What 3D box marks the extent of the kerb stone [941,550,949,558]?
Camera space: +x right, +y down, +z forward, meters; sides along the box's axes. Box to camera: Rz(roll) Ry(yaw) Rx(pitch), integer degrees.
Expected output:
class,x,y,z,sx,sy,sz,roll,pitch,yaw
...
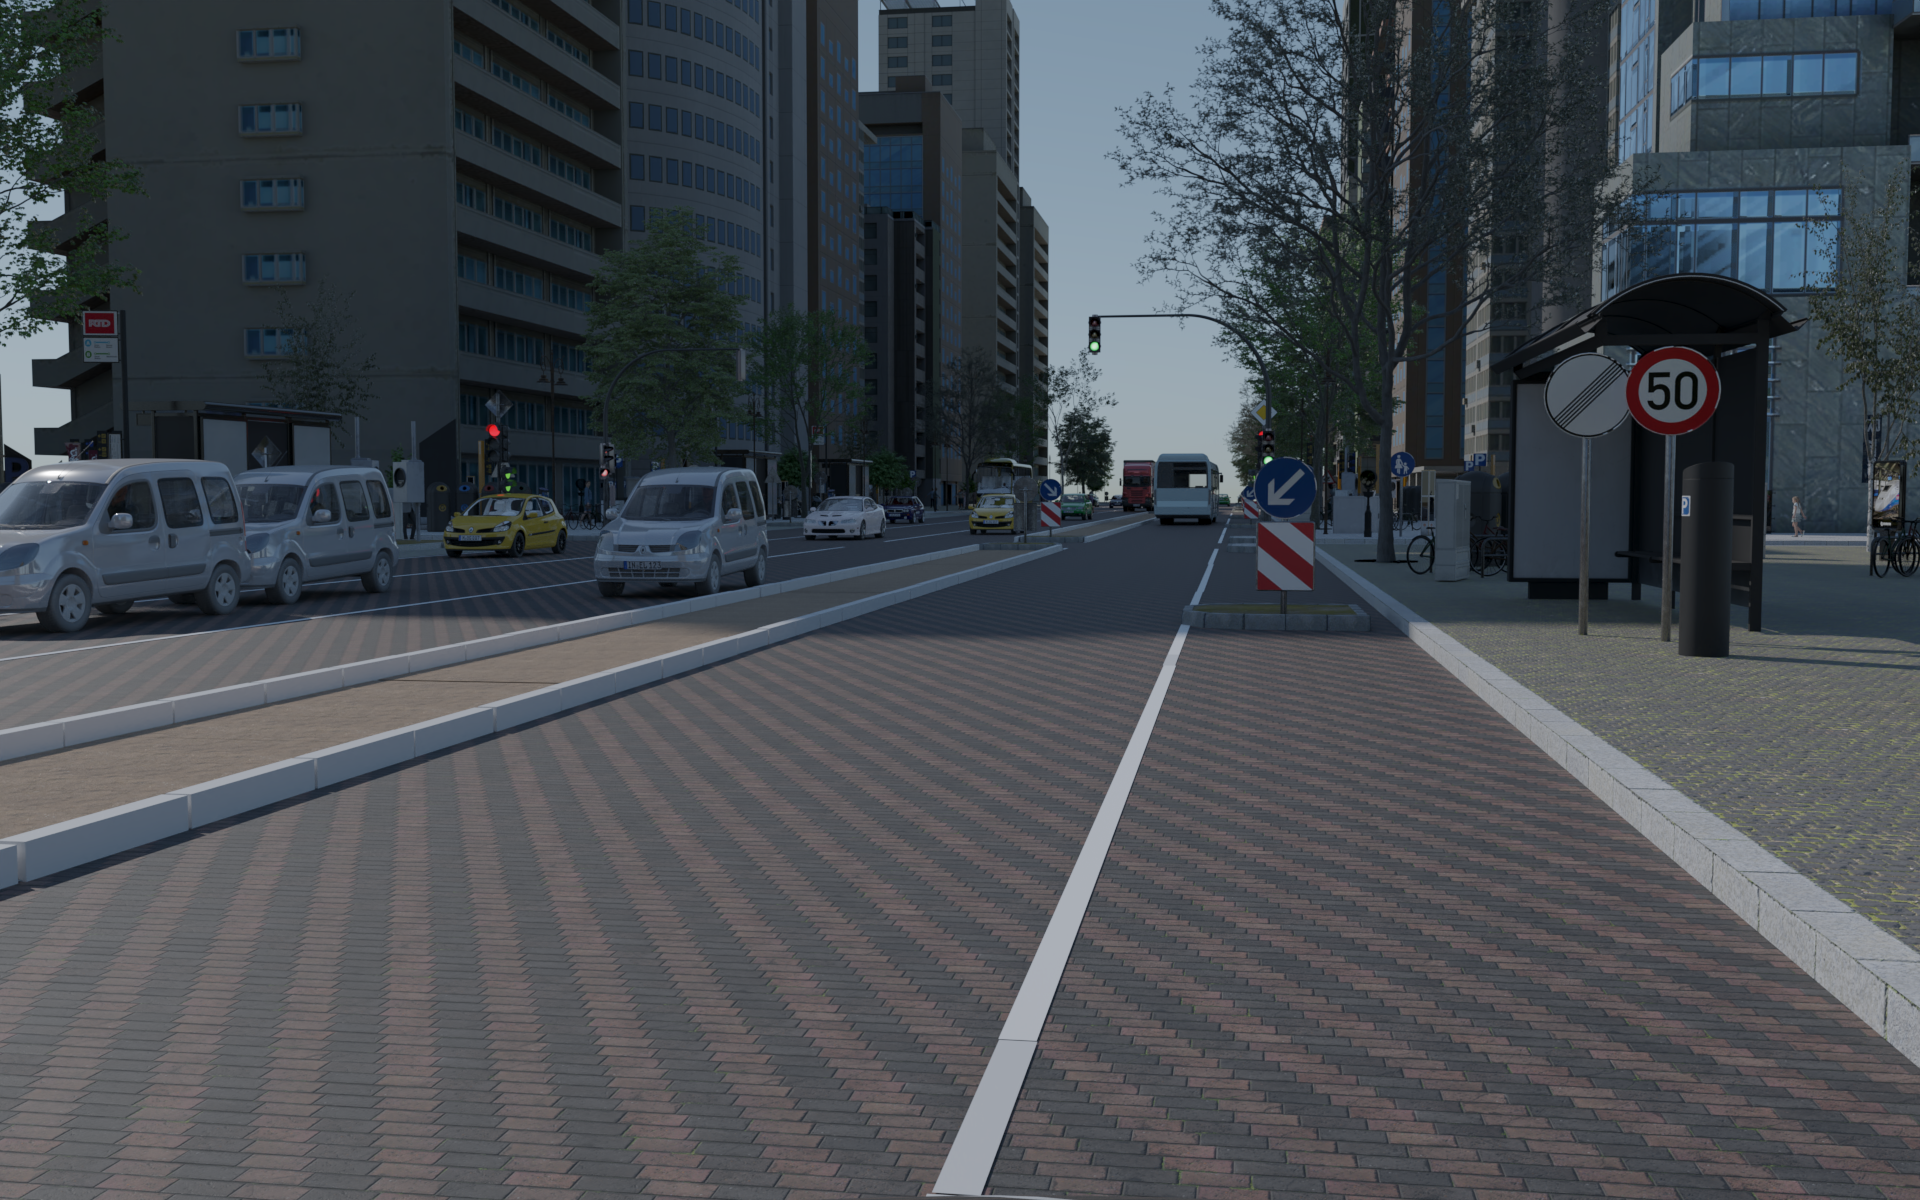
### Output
class,x,y,z,sx,sy,sz,roll,pitch,yaw
kerb stone,-0.435,-1.005,38.634,0.120,0.150,1.000,1,4,9

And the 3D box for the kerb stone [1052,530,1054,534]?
class,x,y,z,sx,sy,sz,roll,pitch,yaw
kerb stone,3.084,-2.338,60.419,0.120,0.150,1.000,1,4,9

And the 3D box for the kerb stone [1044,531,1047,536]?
class,x,y,z,sx,sy,sz,roll,pitch,yaw
kerb stone,2.748,-2.211,58.399,0.120,0.150,1.000,1,4,9

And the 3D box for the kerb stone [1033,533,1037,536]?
class,x,y,z,sx,sy,sz,roll,pitch,yaw
kerb stone,2.264,-2.029,55.367,0.120,0.150,1.000,1,4,9

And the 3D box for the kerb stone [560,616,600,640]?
class,x,y,z,sx,sy,sz,roll,pitch,yaw
kerb stone,-3.870,0.297,17.336,0.120,0.150,1.000,1,4,9

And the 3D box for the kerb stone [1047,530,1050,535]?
class,x,y,z,sx,sy,sz,roll,pitch,yaw
kerb stone,2.909,-2.276,59.408,0.120,0.150,1.000,1,4,9

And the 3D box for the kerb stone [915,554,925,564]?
class,x,y,z,sx,sy,sz,roll,pitch,yaw
kerb stone,-0.927,-0.819,35.589,0.120,0.150,1.000,1,4,9

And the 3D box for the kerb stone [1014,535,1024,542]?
class,x,y,z,sx,sy,sz,roll,pitch,yaw
kerb stone,1.765,-1.840,52.330,0.120,0.150,1.000,1,4,9

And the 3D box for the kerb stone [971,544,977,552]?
class,x,y,z,sx,sy,sz,roll,pitch,yaw
kerb stone,0.214,-1.251,42.685,0.120,0.150,1.000,1,4,9

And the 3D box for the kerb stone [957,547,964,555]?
class,x,y,z,sx,sy,sz,roll,pitch,yaw
kerb stone,-0.111,-1.129,40.660,0.120,0.150,1.000,1,4,9

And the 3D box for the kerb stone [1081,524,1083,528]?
class,x,y,z,sx,sy,sz,roll,pitch,yaw
kerb stone,4.880,-3.019,71.552,0.120,0.150,1.000,1,4,9

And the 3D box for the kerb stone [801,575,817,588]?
class,x,y,z,sx,sy,sz,roll,pitch,yaw
kerb stone,-2.397,-0.262,26.478,0.120,0.150,1.000,1,4,9

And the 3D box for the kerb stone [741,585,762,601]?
class,x,y,z,sx,sy,sz,roll,pitch,yaw
kerb stone,-2.903,-0.066,23.407,0.120,0.150,1.000,1,4,9

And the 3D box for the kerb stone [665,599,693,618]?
class,x,y,z,sx,sy,sz,roll,pitch,yaw
kerb stone,-3.387,0.116,20.374,0.120,0.150,1.000,1,4,9

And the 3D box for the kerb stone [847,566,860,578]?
class,x,y,z,sx,sy,sz,roll,pitch,yaw
kerb stone,-1.911,-0.448,29.514,0.120,0.150,1.000,1,4,9

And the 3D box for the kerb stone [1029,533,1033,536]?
class,x,y,z,sx,sy,sz,roll,pitch,yaw
kerb stone,2.100,-1.963,54.348,0.120,0.150,1.000,1,4,9

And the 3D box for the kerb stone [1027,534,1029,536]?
class,x,y,z,sx,sy,sz,roll,pitch,yaw
kerb stone,1.936,-1.904,53.338,0.120,0.150,1.000,1,4,9

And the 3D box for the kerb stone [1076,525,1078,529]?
class,x,y,z,sx,sy,sz,roll,pitch,yaw
kerb stone,4.549,-2.895,69.533,0.120,0.150,1.000,1,4,9

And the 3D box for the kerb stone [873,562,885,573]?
class,x,y,z,sx,sy,sz,roll,pitch,yaw
kerb stone,-1.581,-0.568,31.538,0.120,0.150,1.000,1,4,9

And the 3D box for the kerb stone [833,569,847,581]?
class,x,y,z,sx,sy,sz,roll,pitch,yaw
kerb stone,-2.070,-0.385,28.498,0.120,0.150,1.000,1,4,9

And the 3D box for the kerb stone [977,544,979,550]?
class,x,y,z,sx,sy,sz,roll,pitch,yaw
kerb stone,0.378,-1.315,43.695,0.120,0.150,1.000,1,4,9

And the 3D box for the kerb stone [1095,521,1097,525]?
class,x,y,z,sx,sy,sz,roll,pitch,yaw
kerb stone,6.016,-3.451,78.630,0.120,0.150,1.000,1,4,9

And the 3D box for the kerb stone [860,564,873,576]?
class,x,y,z,sx,sy,sz,roll,pitch,yaw
kerb stone,-1.748,-0.509,30.525,0.120,0.150,1.000,1,4,9

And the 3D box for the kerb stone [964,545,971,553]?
class,x,y,z,sx,sy,sz,roll,pitch,yaw
kerb stone,0.062,-1.191,41.674,0.120,0.150,1.000,1,4,9

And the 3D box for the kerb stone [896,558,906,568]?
class,x,y,z,sx,sy,sz,roll,pitch,yaw
kerb stone,-1.256,-0.690,33.557,0.120,0.150,1.000,1,4,9

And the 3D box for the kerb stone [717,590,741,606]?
class,x,y,z,sx,sy,sz,roll,pitch,yaw
kerb stone,-3.060,-0.012,22.394,0.120,0.150,1.000,1,4,9

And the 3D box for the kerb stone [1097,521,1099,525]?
class,x,y,z,sx,sy,sz,roll,pitch,yaw
kerb stone,6.191,-3.513,79.637,0.120,0.150,1.000,1,4,9

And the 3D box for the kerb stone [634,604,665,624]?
class,x,y,z,sx,sy,sz,roll,pitch,yaw
kerb stone,-3.549,0.177,19.363,0.120,0.150,1.000,1,4,9

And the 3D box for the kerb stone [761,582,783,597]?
class,x,y,z,sx,sy,sz,roll,pitch,yaw
kerb stone,-2.724,-0.136,24.424,0.120,0.150,1.000,1,4,9

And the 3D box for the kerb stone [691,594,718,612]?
class,x,y,z,sx,sy,sz,roll,pitch,yaw
kerb stone,-3.223,0.050,21.383,0.120,0.150,1.000,1,4,9

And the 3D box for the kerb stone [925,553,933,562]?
class,x,y,z,sx,sy,sz,roll,pitch,yaw
kerb stone,-0.776,-0.875,36.601,0.120,0.150,1.000,1,4,9

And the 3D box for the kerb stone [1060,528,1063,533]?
class,x,y,z,sx,sy,sz,roll,pitch,yaw
kerb stone,3.567,-2.522,63.458,0.120,0.150,1.000,1,4,9

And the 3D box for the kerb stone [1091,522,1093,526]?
class,x,y,z,sx,sy,sz,roll,pitch,yaw
kerb stone,5.690,-3.328,76.610,0.120,0.150,1.000,1,4,9

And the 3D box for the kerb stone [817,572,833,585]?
class,x,y,z,sx,sy,sz,roll,pitch,yaw
kerb stone,-2.237,-0.318,27.489,0.120,0.150,1.000,1,4,9

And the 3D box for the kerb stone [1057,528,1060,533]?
class,x,y,z,sx,sy,sz,roll,pitch,yaw
kerb stone,3.405,-2.460,62.441,0.120,0.150,1.000,1,4,9

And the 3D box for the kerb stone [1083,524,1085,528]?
class,x,y,z,sx,sy,sz,roll,pitch,yaw
kerb stone,5.041,-3.081,72.567,0.120,0.150,1.000,1,4,9

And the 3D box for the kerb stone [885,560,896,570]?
class,x,y,z,sx,sy,sz,roll,pitch,yaw
kerb stone,-1.415,-0.630,32.547,0.120,0.150,1.000,1,4,9

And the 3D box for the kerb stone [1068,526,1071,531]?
class,x,y,z,sx,sy,sz,roll,pitch,yaw
kerb stone,4.061,-2.710,66.506,0.120,0.150,1.000,1,4,9

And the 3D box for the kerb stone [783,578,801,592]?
class,x,y,z,sx,sy,sz,roll,pitch,yaw
kerb stone,-2.554,-0.194,25.458,0.120,0.150,1.000,1,4,9

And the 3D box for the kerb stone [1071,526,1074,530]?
class,x,y,z,sx,sy,sz,roll,pitch,yaw
kerb stone,4.224,-2.772,67.515,0.120,0.150,1.000,1,4,9

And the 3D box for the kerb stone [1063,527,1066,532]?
class,x,y,z,sx,sy,sz,roll,pitch,yaw
kerb stone,3.730,-2.586,64.481,0.120,0.150,1.000,1,4,9

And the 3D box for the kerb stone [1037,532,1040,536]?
class,x,y,z,sx,sy,sz,roll,pitch,yaw
kerb stone,2.421,-2.091,56.377,0.120,0.150,1.000,1,4,9

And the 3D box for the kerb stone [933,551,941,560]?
class,x,y,z,sx,sy,sz,roll,pitch,yaw
kerb stone,-0.605,-0.943,37.616,0.120,0.150,1.000,1,4,9

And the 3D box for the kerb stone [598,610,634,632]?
class,x,y,z,sx,sy,sz,roll,pitch,yaw
kerb stone,-3.713,0.235,18.348,0.120,0.150,1.000,1,4,9

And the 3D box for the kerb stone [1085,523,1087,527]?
class,x,y,z,sx,sy,sz,roll,pitch,yaw
kerb stone,5.206,-3.143,73.577,0.120,0.150,1.000,1,4,9

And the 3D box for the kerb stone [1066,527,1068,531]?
class,x,y,z,sx,sy,sz,roll,pitch,yaw
kerb stone,3.898,-2.638,65.492,0.120,0.150,1.000,1,4,9

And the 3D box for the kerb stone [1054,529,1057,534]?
class,x,y,z,sx,sy,sz,roll,pitch,yaw
kerb stone,3.244,-2.392,61.429,0.120,0.150,1.000,1,4,9

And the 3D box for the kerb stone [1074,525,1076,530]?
class,x,y,z,sx,sy,sz,roll,pitch,yaw
kerb stone,4.392,-2.833,68.523,0.120,0.150,1.000,1,4,9

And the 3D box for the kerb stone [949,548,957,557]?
class,x,y,z,sx,sy,sz,roll,pitch,yaw
kerb stone,-0.267,-1.064,39.647,0.120,0.150,1.000,1,4,9

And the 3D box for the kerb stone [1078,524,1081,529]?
class,x,y,z,sx,sy,sz,roll,pitch,yaw
kerb stone,4.708,-2.957,70.544,0.120,0.150,1.000,1,4,9

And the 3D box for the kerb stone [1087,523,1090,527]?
class,x,y,z,sx,sy,sz,roll,pitch,yaw
kerb stone,5.368,-3.204,74.586,0.120,0.150,1.000,1,4,9

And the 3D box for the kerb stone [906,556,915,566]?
class,x,y,z,sx,sy,sz,roll,pitch,yaw
kerb stone,-1.094,-0.757,34.566,0.120,0.150,1.000,1,4,9

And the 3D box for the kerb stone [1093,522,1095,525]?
class,x,y,z,sx,sy,sz,roll,pitch,yaw
kerb stone,5.852,-3.390,77.619,0.120,0.150,1.000,1,4,9

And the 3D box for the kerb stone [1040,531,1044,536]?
class,x,y,z,sx,sy,sz,roll,pitch,yaw
kerb stone,2.592,-2.152,57.385,0.120,0.150,1.000,1,4,9
